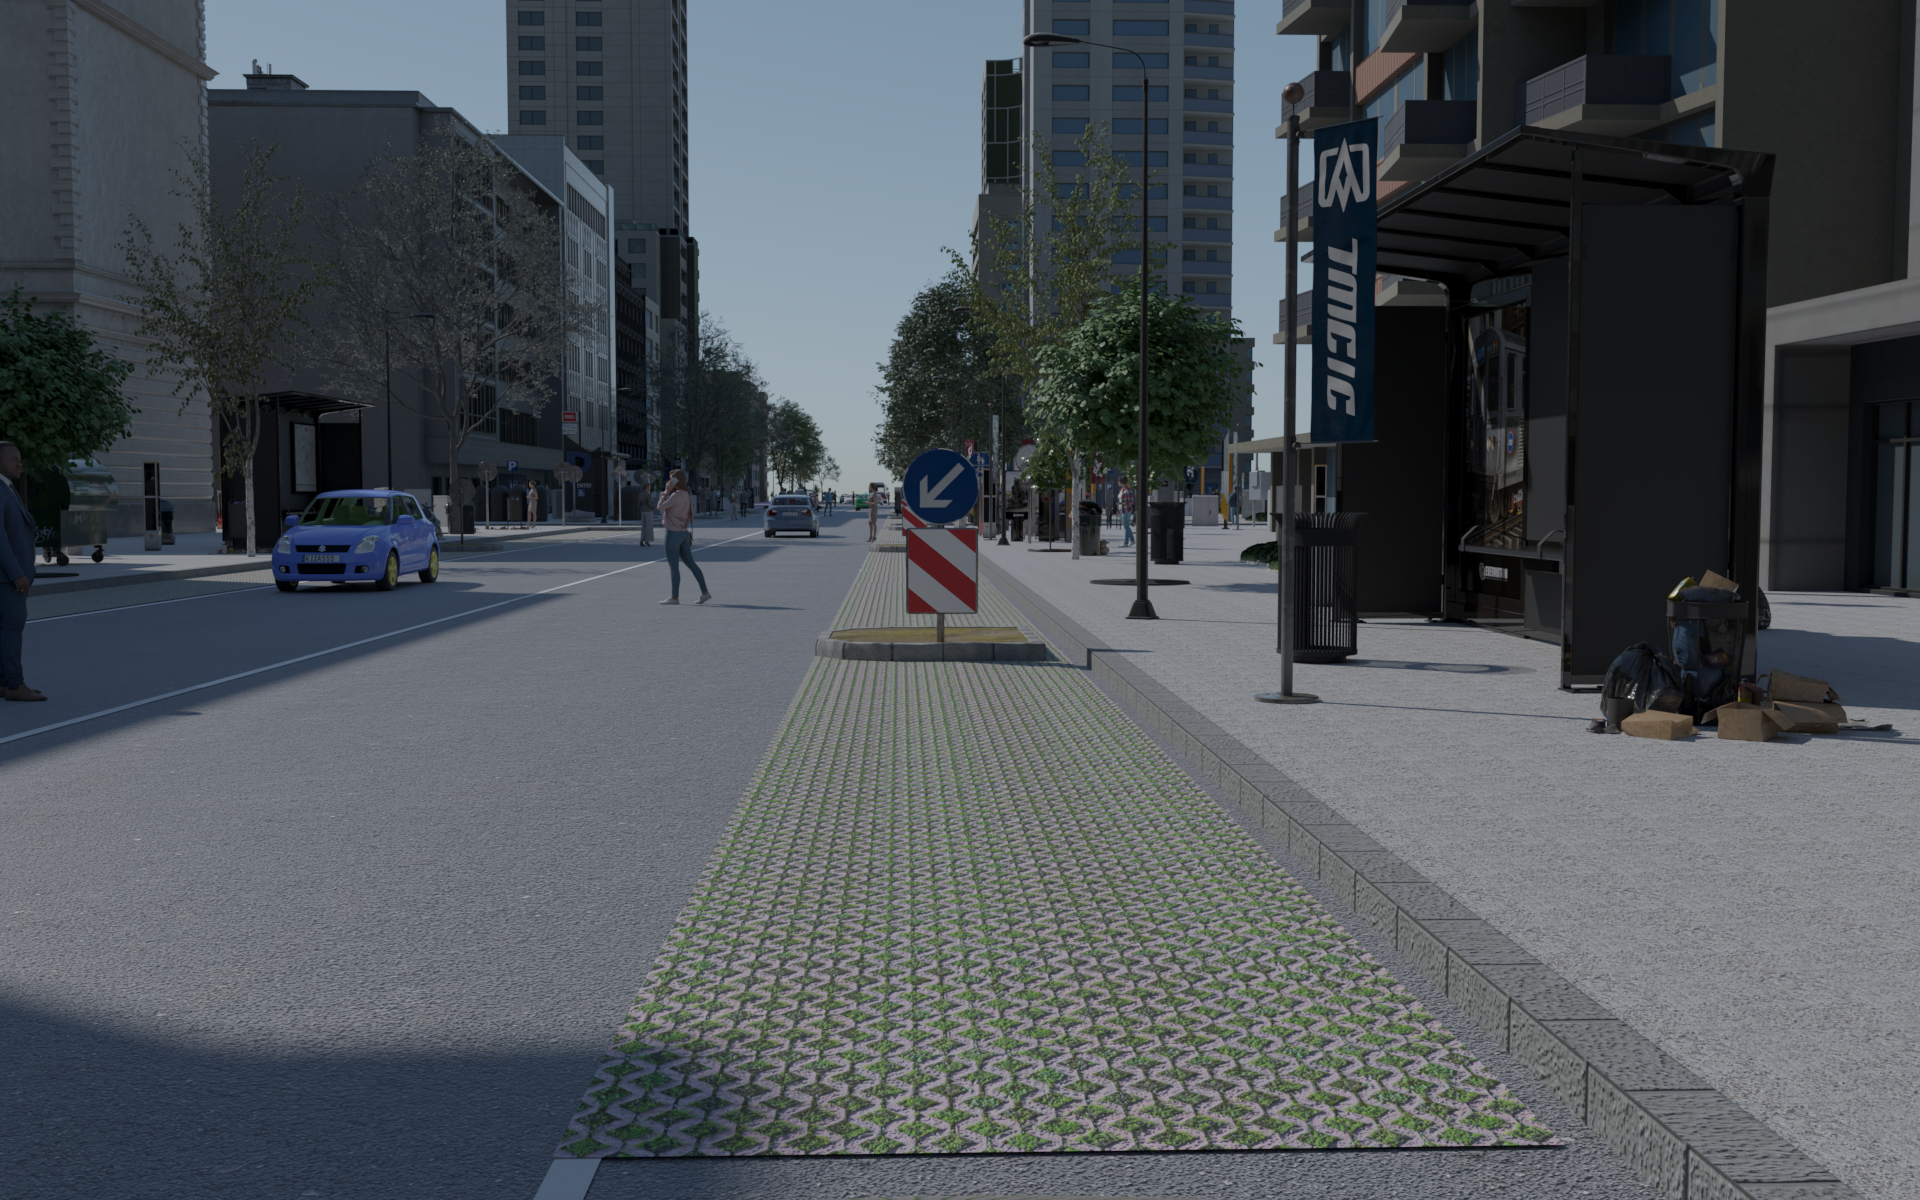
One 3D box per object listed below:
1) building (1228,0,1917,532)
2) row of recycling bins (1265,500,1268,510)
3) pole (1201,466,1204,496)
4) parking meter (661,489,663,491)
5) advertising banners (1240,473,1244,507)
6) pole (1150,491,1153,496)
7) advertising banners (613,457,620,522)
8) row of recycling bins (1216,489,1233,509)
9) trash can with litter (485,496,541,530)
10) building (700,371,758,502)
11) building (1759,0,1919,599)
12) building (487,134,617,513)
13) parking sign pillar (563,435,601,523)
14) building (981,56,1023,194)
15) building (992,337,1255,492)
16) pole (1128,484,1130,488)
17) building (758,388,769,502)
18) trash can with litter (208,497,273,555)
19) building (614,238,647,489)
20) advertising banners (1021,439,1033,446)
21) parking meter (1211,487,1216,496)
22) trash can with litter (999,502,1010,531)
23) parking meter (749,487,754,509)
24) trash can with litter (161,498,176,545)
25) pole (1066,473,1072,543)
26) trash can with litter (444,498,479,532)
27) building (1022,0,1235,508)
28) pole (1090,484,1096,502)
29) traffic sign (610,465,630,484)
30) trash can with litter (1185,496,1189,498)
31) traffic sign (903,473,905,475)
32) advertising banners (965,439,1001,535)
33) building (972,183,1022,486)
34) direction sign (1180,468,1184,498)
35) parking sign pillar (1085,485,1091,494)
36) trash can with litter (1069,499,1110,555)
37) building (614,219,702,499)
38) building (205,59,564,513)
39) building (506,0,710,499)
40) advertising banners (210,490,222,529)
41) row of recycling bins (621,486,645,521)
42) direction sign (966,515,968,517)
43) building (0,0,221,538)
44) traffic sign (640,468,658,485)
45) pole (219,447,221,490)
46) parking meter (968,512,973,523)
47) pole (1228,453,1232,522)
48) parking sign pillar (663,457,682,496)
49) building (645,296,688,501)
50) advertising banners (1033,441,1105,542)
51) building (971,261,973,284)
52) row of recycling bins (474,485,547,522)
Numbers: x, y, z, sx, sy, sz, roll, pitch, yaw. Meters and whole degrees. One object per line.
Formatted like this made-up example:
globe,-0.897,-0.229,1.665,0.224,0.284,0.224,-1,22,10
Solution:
building,20.522,-23.877,45.020,22.147,44.769,28.867,0,4,-2
row of recycling bins,22.740,-7.217,125.116,3.534,1.692,1.069,-3,5,-44
pole,17.872,-8.182,127.615,0.158,3.312,0.155,0,3,0
parking meter,-24.312,-8.331,141.919,0.399,1.863,0.255,0,4,3
advertising banners,22.563,-8.802,140.093,0.090,3.025,2.074,2,4,34
pole,10.786,-6.350,97.665,0.158,3.312,0.155,0,3,0
advertising banners,-16.158,-5.221,81.549,0.090,3.025,2.074,0,4,-3
row of recycling bins,22.624,-8.545,146.826,1.069,1.692,3.534,-2,4,-25
trash can with litter,-16.440,-3.152,62.598,2.233,1.210,1.678,0,4,8
building,-45.594,-25.224,257.458,27.650,21.520,28.899,0,4,-2
building,21.176,-35.063,11.539,20.563,71.187,20.611,0,4,-2
building,-32.349,-18.714,123.995,12.078,24.808,19.932,0,4,-2
parking sign pillar,-17.296,-5.516,78.654,1.447,3.967,1.447,-2,4,-33
building,11.974,-51.801,285.192,20.563,71.187,20.611,0,4,-2
building,18.233,-22.042,205.432,27.650,21.520,28.899,0,4,-2
pole,11.062,-7.323,113.568,0.158,3.312,0.155,0,3,0
building,-46.604,-26.988,286.285,27.650,21.520,28.899,0,4,-2
trash can with litter,-15.147,-1.622,37.570,2.233,1.210,1.678,-2,4,-27
building,-33.234,-19.156,142.882,12.332,23.373,15.834,0,4,-2
advertising banners,2.758,-3.621,55.399,2.074,3.025,0.090,-3,4,-37
parking meter,20.929,-8.401,143.068,0.399,1.863,0.255,0,4,-1
trash can with litter,1.290,-3.002,60.469,1.055,1.170,0.624,3,5,44
parking meter,-18.157,-8.891,151.075,0.399,1.863,0.255,1,4,22
trash can with litter,-20.120,-1.991,43.934,0.624,1.170,1.055,-3,4,-37
pole,2.877,-3.147,45.295,0.158,3.312,0.155,0,3,0
trash can with litter,-16.655,-2.843,57.875,1.055,1.170,0.624,-2,4,-32
building,16.809,-38.757,175.668,21.231,58.520,28.212,0,4,-2
pole,5.362,-4.642,69.746,0.158,3.312,0.155,0,3,0
traffic sign,-13.415,-4.041,68.258,0.795,2.593,0.064,0,4,-2
trash can with litter,14.917,-6.391,115.873,0.624,1.170,1.055,-3,5,-44
traffic sign,-1.827,-4.064,68.638,0.795,2.593,0.064,0,4,-2
advertising banners,0.710,-3.569,54.543,0.090,3.025,2.074,-2,4,-32
building,12.986,-39.213,264.839,21.300,48.544,21.600,0,4,-2
direction sign,18.463,-9.277,143.677,0.379,3.537,0.876,2,4,28
parking sign pillar,9.810,-8.931,134.494,1.447,3.967,1.447,-1,4,-17
trash can with litter,2.736,-1.521,36.257,0.624,1.170,1.055,2,4,24
building,-35.792,-25.365,186.416,14.160,30.474,14.107,0,4,-2
building,-32.428,-17.107,98.758,14.314,24.678,30.058,0,4,-2
building,-40.429,-46.801,203.449,20.563,71.187,20.611,0,4,-2
advertising banners,-27.137,-4.115,63.470,2.074,3.025,0.090,3,5,40
row of recycling bins,-15.889,-4.754,84.845,1.069,1.692,3.534,0,4,-1
direction sign,0.372,-6.428,97.095,0.876,3.537,0.379,2,4,24
building,-34.075,-13.672,52.422,19.941,23.489,11.050,0,4,-2
traffic sign,-13.692,-4.529,76.238,0.795,2.593,0.064,0,4,-2
pole,-32.150,-4.994,75.499,0.158,3.312,0.155,0,3,0
parking meter,0.561,-4.407,77.761,0.399,1.863,0.255,-3,4,-38
pole,12.417,-5.247,79.624,0.158,3.312,0.155,0,3,0
parking sign pillar,-20.825,-8.386,125.584,1.447,3.967,1.447,1,4,10
building,-41.647,-19.570,165.012,27.650,21.520,28.899,0,4,-2
advertising banners,3.013,-3.073,46.435,2.074,3.025,0.090,1,4,22
building,8.917,-37.932,303.784,14.154,41.232,14.086,0,4,-2
row of recycling bins,-20.860,-4.480,80.363,3.534,1.692,1.069,0,4,7
